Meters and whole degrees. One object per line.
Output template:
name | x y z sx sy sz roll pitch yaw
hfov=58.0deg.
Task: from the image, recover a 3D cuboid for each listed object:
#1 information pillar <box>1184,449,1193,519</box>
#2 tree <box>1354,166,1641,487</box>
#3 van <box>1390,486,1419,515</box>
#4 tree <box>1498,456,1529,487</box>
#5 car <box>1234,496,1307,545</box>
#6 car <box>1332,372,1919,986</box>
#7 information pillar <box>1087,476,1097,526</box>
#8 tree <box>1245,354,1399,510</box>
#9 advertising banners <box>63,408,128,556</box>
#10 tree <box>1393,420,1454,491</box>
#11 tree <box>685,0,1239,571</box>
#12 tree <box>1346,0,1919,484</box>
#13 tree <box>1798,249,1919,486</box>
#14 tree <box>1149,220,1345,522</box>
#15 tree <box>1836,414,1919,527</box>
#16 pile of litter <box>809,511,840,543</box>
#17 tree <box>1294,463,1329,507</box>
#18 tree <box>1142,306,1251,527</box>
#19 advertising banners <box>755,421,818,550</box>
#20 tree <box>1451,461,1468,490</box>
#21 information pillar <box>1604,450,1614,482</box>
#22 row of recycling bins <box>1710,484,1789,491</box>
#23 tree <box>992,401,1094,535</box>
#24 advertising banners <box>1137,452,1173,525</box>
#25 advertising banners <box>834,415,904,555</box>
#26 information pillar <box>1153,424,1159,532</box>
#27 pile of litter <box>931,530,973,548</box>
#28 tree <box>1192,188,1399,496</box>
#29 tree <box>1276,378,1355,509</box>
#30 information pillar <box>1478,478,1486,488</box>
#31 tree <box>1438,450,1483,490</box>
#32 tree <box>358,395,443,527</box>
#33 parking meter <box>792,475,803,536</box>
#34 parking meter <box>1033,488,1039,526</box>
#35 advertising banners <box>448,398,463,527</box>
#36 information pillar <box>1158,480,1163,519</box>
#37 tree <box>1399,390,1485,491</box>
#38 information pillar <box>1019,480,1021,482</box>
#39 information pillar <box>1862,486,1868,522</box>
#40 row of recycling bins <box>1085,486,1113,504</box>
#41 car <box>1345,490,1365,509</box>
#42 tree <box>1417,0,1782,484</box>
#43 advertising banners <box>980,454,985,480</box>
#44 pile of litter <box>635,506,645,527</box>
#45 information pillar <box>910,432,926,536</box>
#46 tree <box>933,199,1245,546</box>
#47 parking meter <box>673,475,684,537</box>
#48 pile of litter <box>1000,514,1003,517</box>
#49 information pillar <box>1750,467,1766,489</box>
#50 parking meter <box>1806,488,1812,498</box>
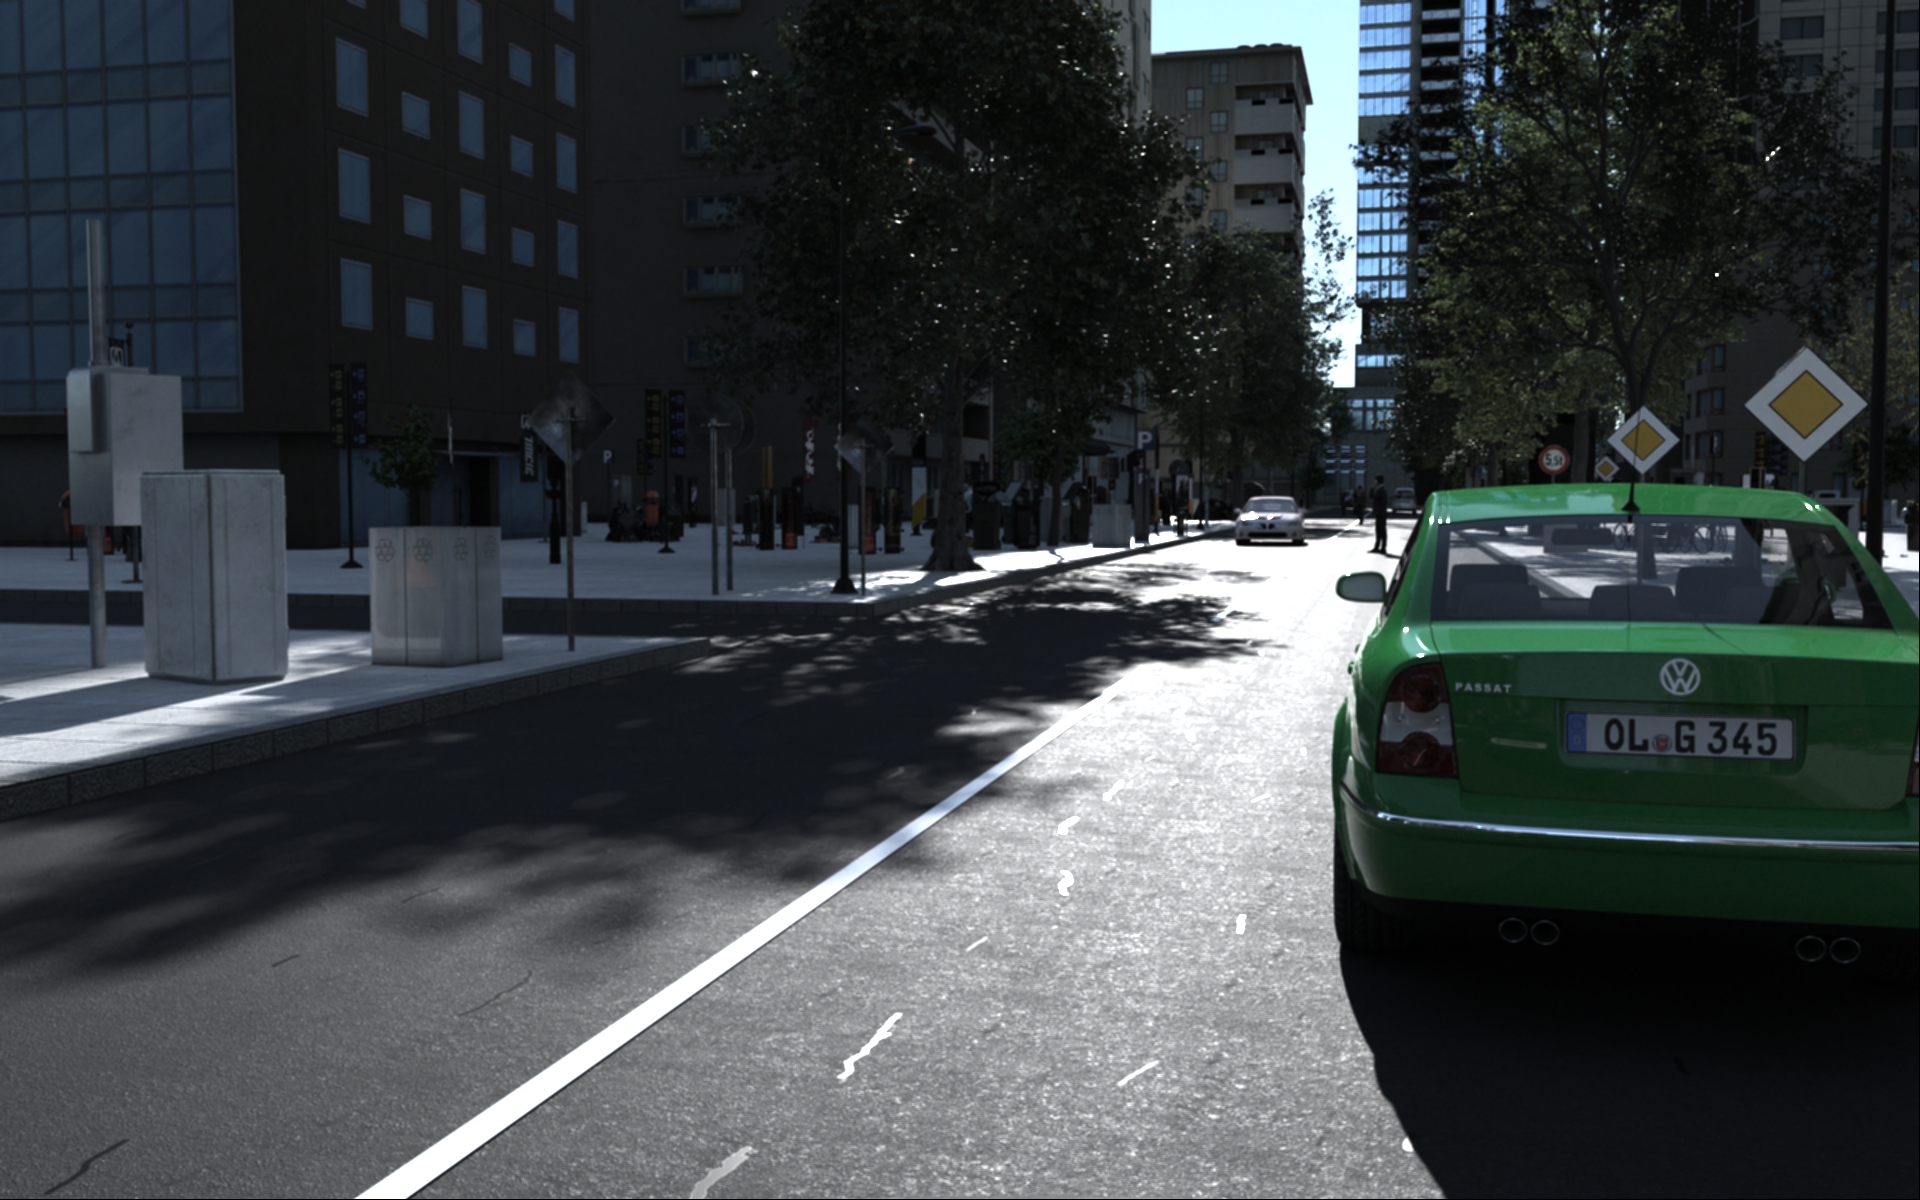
information pillar | 11.694 -5.955 88.723 0.504 3.616 0.183 -2 4 -26
tree | 18.586 -8.742 59.938 9.611 12.733 9.660 0 3 0
van | 31.211 -7.013 121.668 2.013 2.044 4.112 1 4 14
tree | 21.622 -4.489 67.990 1.663 3.219 1.824 0 3 0
car | 9.054 -2.326 50.395 2.083 1.381 4.827 1 4 13
car | 2.395 0.137 6.561 1.959 1.807 4.718 1 4 15
information pillar | 5.253 -3.958 69.199 0.304 2.012 0.304 2 4 34
tree | 26.738 -14.014 139.493 12.009 13.543 11.850 0 3 0
advertising banners | -17.983 -2.458 36.382 0.090 3.025 2.074 1 4 16
tree | 45.697 -15.776 164.591 9.857 13.997 8.962 0 3 0
tree | -0.031 -6.834 28.743 9.611 12.733 9.660 0 3 0
tree | 10.426 -5.618 26.270 8.767 10.594 7.601 0 4 0
tree | 27.844 -6.288 53.169 4.360 8.622 3.978 0 3 0
tree | 13.103 -10.637 80.569 9.857 13.997 8.962 0 3 0
tree | 36.579 -5.188 68.534 4.285 4.588 4.351 0 3 0
pile of litter | -3.100 -1.945 45.772 1.719 0.858 1.176 0 4 3
tree | 33.765 -11.177 166.454 4.285 4.588 4.351 0 3 0
tree | 9.366 -7.125 66.852 4.737 8.622 4.395 0 3 0
advertising banners | -3.982 -2.688 40.140 0.090 3.025 2.074 3 4 38
tree | 25.693 -5.730 88.281 1.663 3.219 1.824 0 3 0
information pillar | 32.362 -5.812 86.381 0.504 3.616 0.183 2 4 35
row of recycling bins | 33.758 -4.120 74.469 3.534 1.692 1.069 0 4 2
tree | 2.676 -4.391 55.503 4.285 4.588 4.351 0 3 0
advertising banners | 8.100 -4.648 72.189 0.090 3.025 2.074 -3 4 -39
advertising banners | -1.947 -2.480 36.728 0.090 3.025 2.074 3 5 43
information pillar | 6.579 -4.071 57.921 0.183 3.616 0.504 0 4 -1
pile of litter | -0.087 -1.701 41.775 1.176 0.858 1.719 2 4 34
tree | 20.353 -15.425 108.085 12.611 20.169 13.585 0 3 0
tree | 30.622 -13.791 151.238 9.928 11.665 9.643 0 3 0
information pillar | 23.411 -4.479 77.727 0.304 2.012 0.304 1 4 11
tree | 32.224 -7.757 110.541 4.285 4.588 4.351 0 3 0
tree | -10.624 -2.403 33.894 1.663 3.219 1.824 0 3 0
parking meter | -5.002 -2.909 53.273 0.399 1.863 0.255 0 4 1
parking meter | 3.168 -3.808 70.669 0.372 1.533 0.369 0 3 0
advertising banners | -9.025 -2.128 30.977 0.090 3.025 2.074 -1 4 -20
information pillar | 10.234 -5.162 88.883 0.304 2.012 0.304 -1 4 -11
tree | 41.874 -14.627 149.516 12.009 13.543 11.850 0 3 0
information pillar | 2.831 -5.508 81.412 0.183 3.616 0.504 -1 4 -13
information pillar | 41.576 -5.384 79.376 0.183 3.616 0.504 -3 5 -43
row of recycling bins | 6.607 -4.867 86.687 3.534 1.692 1.069 0 4 -8
car | 37.327 -9.510 164.162 2.281 1.827 5.304 1 4 12
tree | 14.269 -7.353 38.342 7.486 12.596 7.792 0 3 0
advertising banners | 0.660 -4.913 76.512 0.090 3.025 2.074 -2 4 -24
pile of litter | -11.419 -3.032 63.541 1.176 0.858 1.719 1 4 18
information pillar | -1.277 -3.798 53.457 0.504 3.616 0.183 2 4 32
tree | 2.522 -6.590 42.164 7.601 10.594 8.767 3 5 44
parking meter | -8.450 -2.830 51.987 0.255 1.863 0.399 -1 4 -16
pile of litter | 2.153 -4.325 84.685 1.719 0.858 1.176 -1 4 -14
information pillar | 21.851 -2.630 47.489 0.304 2.012 0.304 -3 5 -41
parking meter | 36.952 -4.106 75.544 0.372 1.533 0.369 0 3 0
